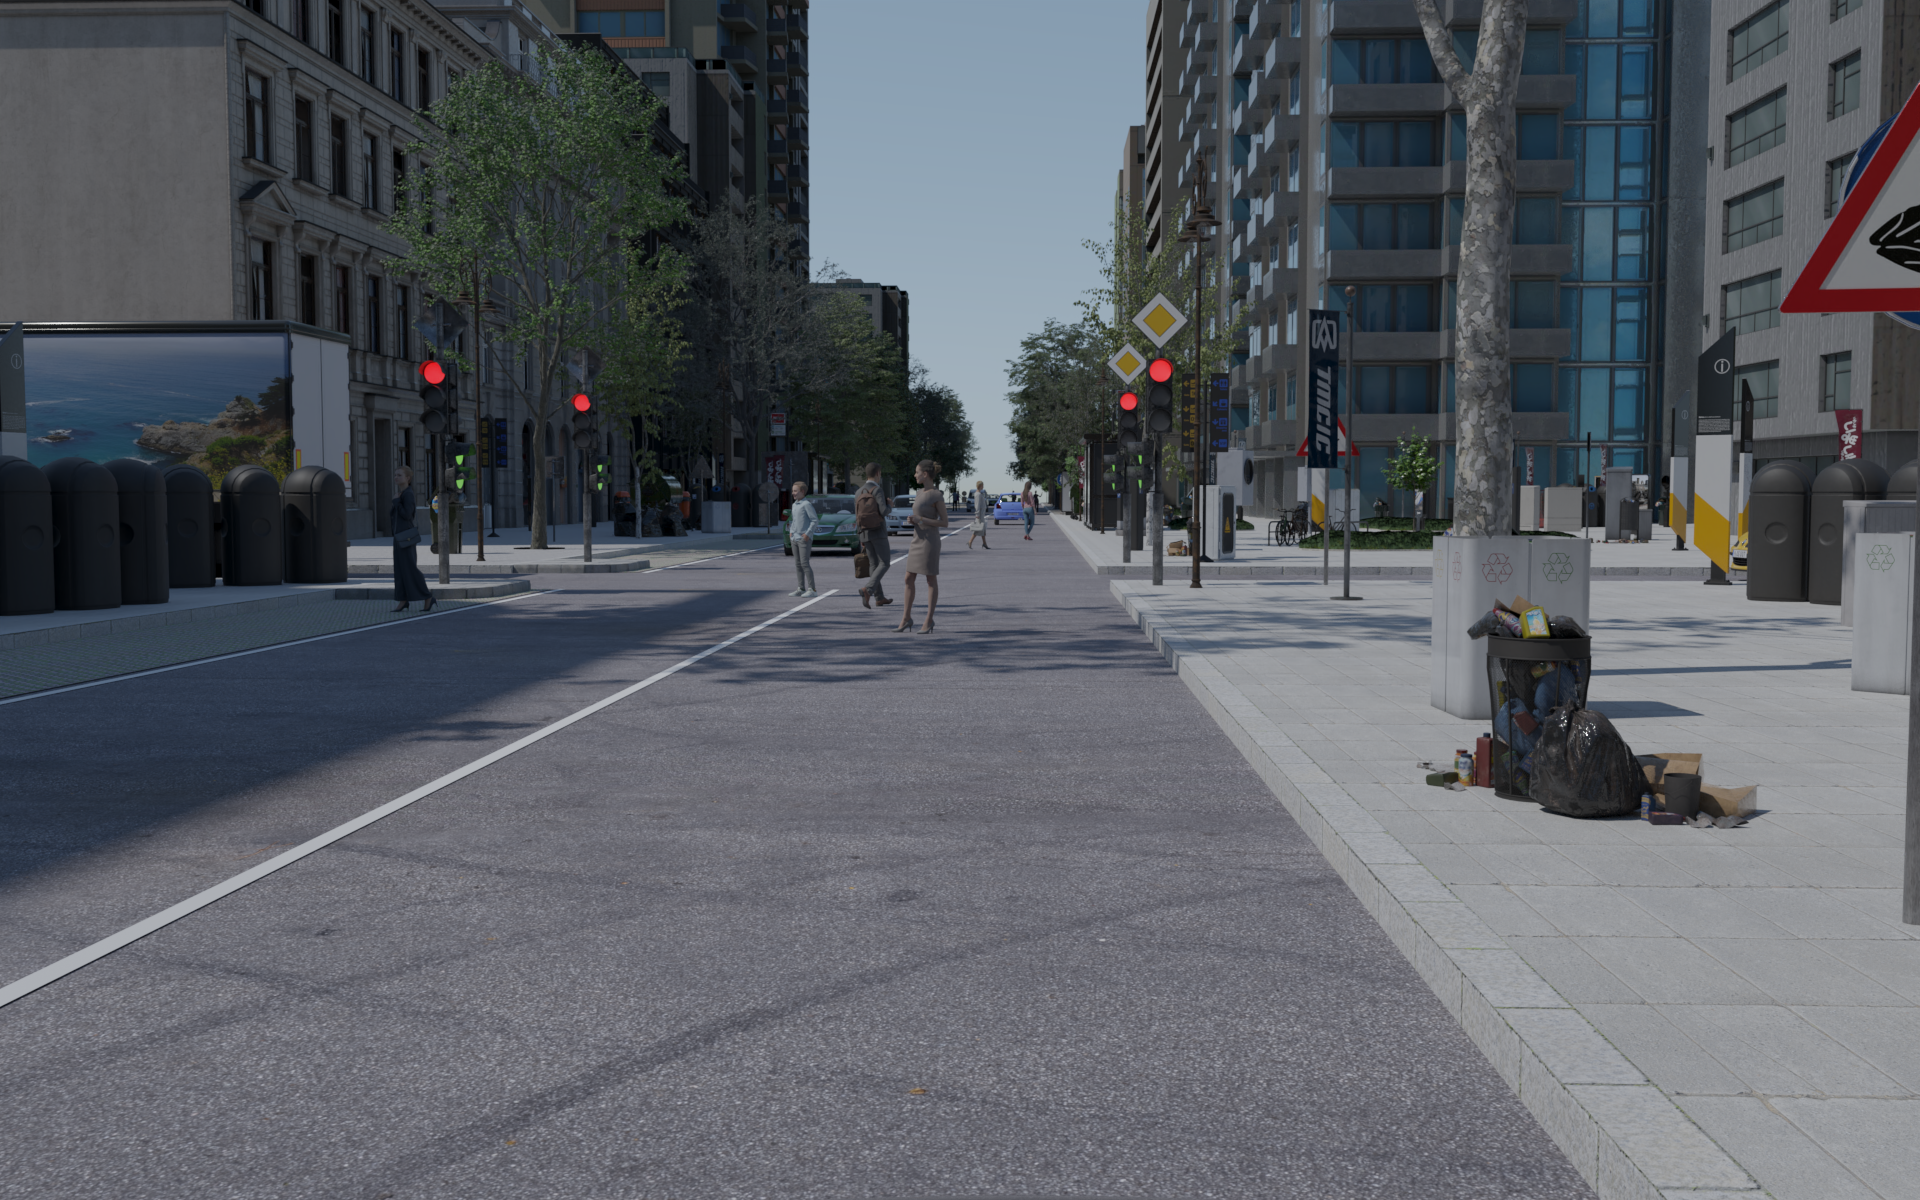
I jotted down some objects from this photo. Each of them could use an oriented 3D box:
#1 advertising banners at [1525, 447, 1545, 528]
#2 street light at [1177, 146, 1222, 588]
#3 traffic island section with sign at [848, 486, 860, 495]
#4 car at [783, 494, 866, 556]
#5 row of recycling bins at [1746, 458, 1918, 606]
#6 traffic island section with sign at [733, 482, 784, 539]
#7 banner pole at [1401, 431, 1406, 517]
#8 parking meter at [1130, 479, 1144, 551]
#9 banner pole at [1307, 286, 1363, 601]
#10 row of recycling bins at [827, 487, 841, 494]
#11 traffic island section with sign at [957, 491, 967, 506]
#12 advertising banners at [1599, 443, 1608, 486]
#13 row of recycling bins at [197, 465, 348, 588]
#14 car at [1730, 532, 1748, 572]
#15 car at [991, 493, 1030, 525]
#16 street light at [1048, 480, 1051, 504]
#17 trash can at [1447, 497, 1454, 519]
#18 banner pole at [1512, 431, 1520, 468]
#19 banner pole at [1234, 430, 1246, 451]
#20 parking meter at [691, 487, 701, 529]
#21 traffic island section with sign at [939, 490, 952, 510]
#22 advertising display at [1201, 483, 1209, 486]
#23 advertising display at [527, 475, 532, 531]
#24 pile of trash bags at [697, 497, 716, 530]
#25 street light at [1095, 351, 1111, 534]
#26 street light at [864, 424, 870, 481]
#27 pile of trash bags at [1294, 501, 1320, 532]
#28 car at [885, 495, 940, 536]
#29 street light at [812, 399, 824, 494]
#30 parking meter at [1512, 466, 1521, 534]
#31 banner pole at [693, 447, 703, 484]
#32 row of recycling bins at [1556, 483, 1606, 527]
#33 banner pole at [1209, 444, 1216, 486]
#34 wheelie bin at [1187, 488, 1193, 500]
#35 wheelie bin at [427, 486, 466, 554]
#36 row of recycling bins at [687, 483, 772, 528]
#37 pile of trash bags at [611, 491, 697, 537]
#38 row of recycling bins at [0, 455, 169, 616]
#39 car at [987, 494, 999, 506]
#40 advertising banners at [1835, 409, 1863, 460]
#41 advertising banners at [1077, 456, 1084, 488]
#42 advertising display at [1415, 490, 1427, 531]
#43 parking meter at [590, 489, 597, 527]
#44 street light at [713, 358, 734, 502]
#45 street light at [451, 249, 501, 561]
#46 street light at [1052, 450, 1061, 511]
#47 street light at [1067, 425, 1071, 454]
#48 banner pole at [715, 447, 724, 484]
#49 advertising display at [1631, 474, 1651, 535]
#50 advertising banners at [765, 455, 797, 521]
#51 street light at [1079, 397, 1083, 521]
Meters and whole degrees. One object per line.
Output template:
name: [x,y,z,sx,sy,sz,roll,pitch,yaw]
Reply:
advertising banners: [21.734,-4.188,64.656,2.074,3.025,0.090,-2,4,-33]
street light: [3.225,-3.101,23.482,0.468,5.910,1.993,0,4,2]
traffic island section with sign: [-4.978,-4.495,82.127,1.989,1.847,2.006,0,4,2]
car: [-3.118,-1.831,41.736,2.131,1.459,4.920,0,4,2]
row of recycling bins: [10.647,-0.772,19.737,1.069,1.692,3.534,-2,4,-33]
traffic island section with sign: [-6.106,-2.848,55.196,1.989,1.847,2.006,0,4,2]
banner pole: [17.632,-4.834,69.054,0.401,3.779,0.863,2,4,26]
parking meter: [3.985,-2.050,39.234,0.255,1.863,0.399,2,4,28]
banner pole: [4.490,-1.884,20.814,0.863,3.779,0.401,-2,4,-28]
row of recycling bins: [-7.403,-5.682,100.009,1.069,1.692,3.534,0,3,0]
traffic island section with sign: [0.607,-12.610,214.799,1.989,1.847,2.006,0,4,2]
advertising banners: [22.809,-3.927,60.397,2.074,3.025,0.090,-3,5,-40]
row of recycling bins: [-10.355,-1.045,24.205,3.534,1.692,1.069,-3,5,-40]
car: [14.680,-1.098,28.184,3.980,1.641,2.015,0,4,1]
car: [2.437,-4.376,81.144,1.945,1.707,3.694,0,4,0]
street light: [9.845,-12.865,183.135,0.468,5.910,1.993,0,4,2]
trash can: [20.678,-3.711,72.327,0.748,1.137,0.748,0,3,0]
banner pole: [22.057,-4.838,69.124,0.863,3.779,0.401,-1,4,-15]
banner pole: [10.946,-4.766,67.943,0.863,3.779,0.401,-3,4,-37]
parking meter: [-9.832,-3.437,64.603,0.372,1.533,0.369,0,3,0]
traffic island section with sign: [-1.721,-9.236,159.635,1.989,1.847,2.006,0,4,2]
advertising display: [14.772,-6.080,104.618,0.974,1.923,0.123,-2,4,-26]
advertising display: [-14.949,-3.359,60.141,0.123,1.923,0.974,-1,4,-14]
pile of trash bags: [-9.476,-3.140,61.091,1.912,1.369,3.447,0,4,0]
street light: [4.577,-5.053,55.410,0.468,5.910,1.993,0,4,2]
street light: [-5.844,-8.356,109.413,0.468,5.910,1.993,0,4,2]
pile of trash bags: [12.483,-3.000,58.804,1.912,1.369,3.447,0,4,-4]
car: [-1.639,-2.959,60.381,2.014,1.417,4.499,0,4,2]
street light: [-6.902,-6.829,84.449,0.468,5.910,1.993,0,4,2]
parking meter: [11.643,-1.895,36.691,0.399,1.863,0.255,3,4,37]
banner pole: [-13.873,-6.215,91.632,0.863,3.779,0.401,3,4,37]
row of recycling bins: [24.579,-3.657,66.897,3.534,1.692,1.069,-1,4,-12]
banner pole: [11.286,-5.303,76.716,0.863,3.779,0.401,-3,5,-42]
wheelie bin: [12.371,-5.142,91.981,0.693,1.594,0.980,0,4,3]
wheelie bin: [-11.009,-1.793,37.226,0.693,1.594,0.980,0,4,-1]
row of recycling bins: [-8.937,-3.673,67.166,3.534,1.692,1.069,1,4,15]
pile of trash bags: [-9.761,-2.640,52.920,1.912,1.369,3.447,-2,4,-35]
row of recycling bins: [-10.087,-0.727,19.004,1.069,1.692,3.534,1,4,16]
car: [3.477,-10.572,182.633,2.009,1.686,4.222,0,4,1]
advertising banners: [18.928,-2.391,35.278,2.074,3.025,0.090,2,4,30]
advertising banners: [6.268,-5.088,79.376,2.074,3.025,0.090,2,4,32]
advertising display: [13.886,-2.877,52.251,0.123,1.923,0.974,0,4,0]
parking meter: [-14.227,-3.574,66.839,0.372,1.533,0.369,0,3,0]
street light: [-8.015,-5.268,58.927,0.468,5.910,1.993,0,4,2]
street light: [-9.157,-3.678,32.928,0.468,5.910,1.993,0,4,2]
street light: [8.748,-11.278,157.182,0.468,5.910,1.993,0,4,2]
street light: [6.664,-8.191,106.712,0.468,5.910,1.993,0,4,2]
banner pole: [-12.870,-6.296,92.960,0.863,3.779,0.401,2,4,31]
advertising display: [21.361,-3.036,54.856,0.123,1.923,0.974,-3,5,-43]
advertising banners: [-8.223,-5.219,81.523,2.074,3.025,0.090,1,4,19]
street light: [5.655,-6.629,81.166,0.468,5.910,1.993,0,4,2]
